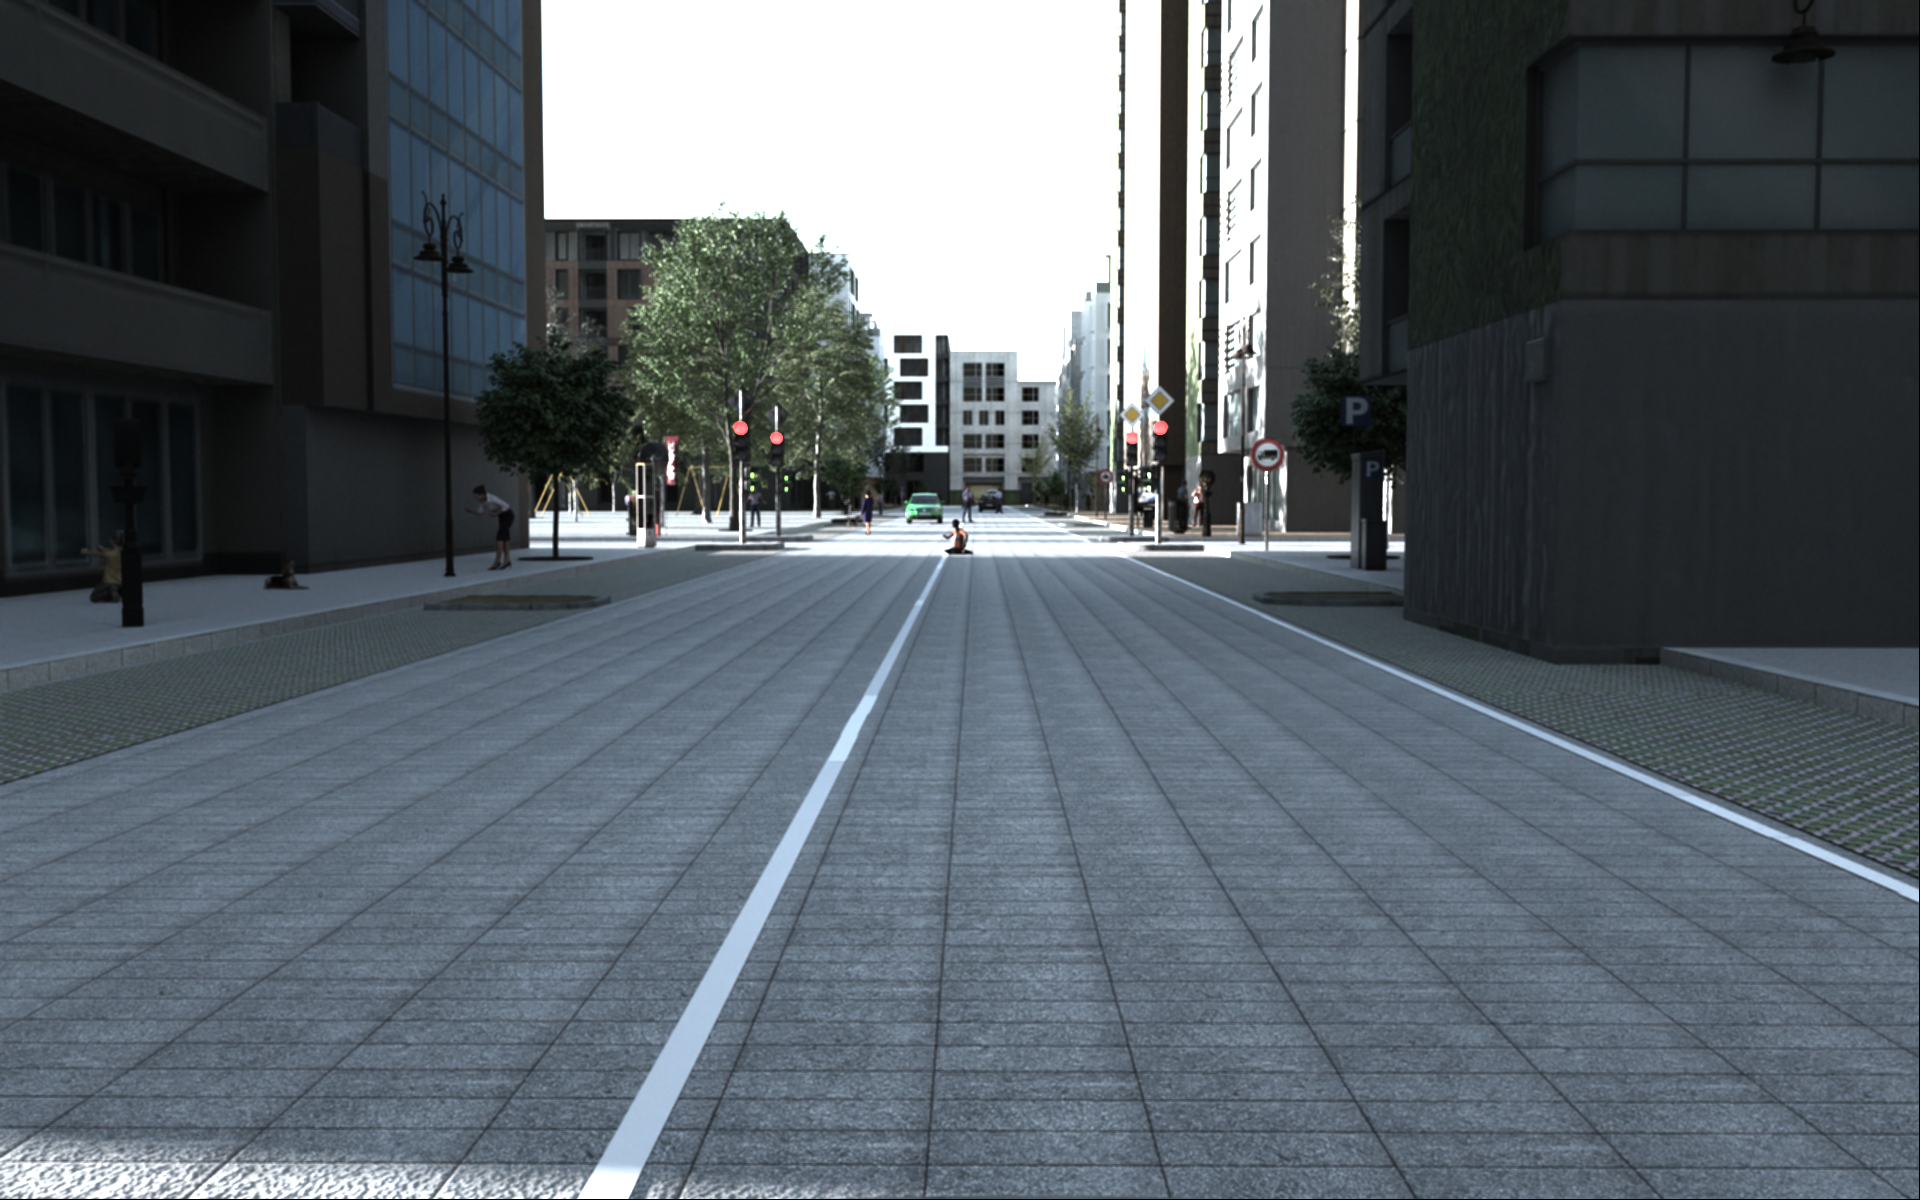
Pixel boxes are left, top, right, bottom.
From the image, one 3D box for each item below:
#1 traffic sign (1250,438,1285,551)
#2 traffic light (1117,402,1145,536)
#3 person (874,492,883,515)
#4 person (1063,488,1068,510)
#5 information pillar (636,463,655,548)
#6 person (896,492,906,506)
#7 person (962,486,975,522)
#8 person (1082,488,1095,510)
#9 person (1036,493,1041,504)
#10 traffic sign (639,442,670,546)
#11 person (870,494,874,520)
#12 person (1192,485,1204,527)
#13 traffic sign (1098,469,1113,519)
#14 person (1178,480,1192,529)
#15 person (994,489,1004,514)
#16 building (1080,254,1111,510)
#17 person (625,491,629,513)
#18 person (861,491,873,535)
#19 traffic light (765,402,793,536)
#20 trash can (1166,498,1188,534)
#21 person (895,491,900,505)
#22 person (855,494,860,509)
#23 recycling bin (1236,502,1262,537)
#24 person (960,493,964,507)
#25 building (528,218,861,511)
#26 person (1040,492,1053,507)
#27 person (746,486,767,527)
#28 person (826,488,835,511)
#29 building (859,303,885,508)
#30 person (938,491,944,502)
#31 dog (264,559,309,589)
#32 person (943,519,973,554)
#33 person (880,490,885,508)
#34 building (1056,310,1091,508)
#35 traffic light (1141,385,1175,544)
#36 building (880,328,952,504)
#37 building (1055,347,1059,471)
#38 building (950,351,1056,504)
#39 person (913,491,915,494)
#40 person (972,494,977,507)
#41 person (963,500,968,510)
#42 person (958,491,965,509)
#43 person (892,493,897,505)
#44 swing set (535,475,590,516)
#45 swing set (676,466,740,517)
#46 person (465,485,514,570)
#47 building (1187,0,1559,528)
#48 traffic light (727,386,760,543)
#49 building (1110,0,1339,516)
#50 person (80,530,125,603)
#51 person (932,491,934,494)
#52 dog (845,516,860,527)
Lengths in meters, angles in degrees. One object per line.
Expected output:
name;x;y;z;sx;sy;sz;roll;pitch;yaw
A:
traffic sign;6.952;-2.391;39.191;0.768;2.556;0.104;1;4;9
traffic light;5.217;-3.909;52.833;0.839;4.253;0.868;0;4;1
person;-5.421;-6.532;117.252;0.435;1.587;0.963;2;4;27
person;8.211;-7.892;135.801;0.721;1.736;1.217;0;4;2
information pillar;-7.518;-2.259;41.419;0.304;2.012;0.304;3;5;40
person;-6.511;-11.392;192.289;1.348;1.826;0.705;2;4;27
person;0.440;-4.839;87.489;0.709;1.838;0.599;-2;4;-29
person;10.068;-7.902;135.970;1.217;1.736;0.721;-2;4;-27
person;8.615;-10.938;188.062;0.799;1.438;0.628;2;4;33
traffic sign;-7.500;-2.592;42.477;0.768;2.556;0.104;0;4;2
person;-5.015;-5.180;95.735;0.480;1.512;0.613;-2;4;-35
person;9.449;-3.727;68.442;0.566;1.644;0.517;-3;4;-36
traffic sign;7.483;-5.436;88.987;0.768;2.556;0.104;0;4;1
person;8.316;-3.542;64.080;0.434;1.807;0.598;-1;4;-15
person;2.843;-7.258;127.042;0.709;1.838;0.599;0;4;-7
building;18.044;-17.491;142.401;16.016;20.091;11.380;0;4;1
person;-11.478;-3.139;60.598;0.421;1.427;0.697;-2;4;-23
person;-3.290;-3.040;60.568;0.546;1.535;0.453;3;5;40
traffic light;-5.544;-3.915;52.928;0.839;4.253;0.868;0;4;1
trash can;7.060;-2.722;56.166;0.748;1.137;0.748;0;3;0
person;-6.824;-11.519;194.510;1.348;1.807;0.705;2;4;33
person;-8.793;-8.691;148.147;0.705;1.823;1.348;0;4;7
recycling bin;8.763;-2.442;52.482;0.722;1.027;0.722;0;4;6
person;0.470;-10.813;185.384;1.348;1.812;0.705;3;5;39
building;-23.307;-18.410;144.979;27.936;21.610;32.646;0;4;1
person;8.845;-10.443;176.923;1.348;1.807;0.705;-1;4;-8
person;-8.039;-3.663;67.896;0.963;1.587;0.435;-1;4;-9
person;-9.496;-7.423;128.139;0.841;1.734;0.376;3;4;37
building;-15.783;-19.695;178.436;16.016;20.091;11.380;0;4;1
person;-1.802;-9.627;166.353;0.568;1.767;0.683;1;4;8
dog;-9.160;-0.353;23.511;0.550;0.427;0.748;-2;4;-26
person;-0.122;-1.500;41.317;0.655;0.850;0.859;-3;4;-37
person;-6.996;-9.034;155.217;0.593;1.643;0.415;0;4;-5
building;19.064;-18.882;175.181;16.747;18.905;31.486;0;4;1
traffic light;5.135;-3.421;44.849;0.839;4.253;0.868;0;4;1
building;-17.584;-23.438;227.184;32.646;21.610;27.936;0;4;1
building;18.902;-20.802;196.539;16.016;20.091;11.380;0;4;1
building;14.546;-21.735;221.818;31.486;18.905;16.747;0;4;1
person;-2.798;-5.945;107.577;0.647;1.594;0.662;-2;4;-32
person;1.599;-11.465;199.172;0.599;1.433;0.991;3;4;36
person;0.366;-6.346;115.486;0.726;1.435;0.776;-2;4;-32
person;0.358;-9.618;166.468;1.217;1.743;0.721;0;4;3
person;-7.423;-11.473;196.851;0.599;1.433;0.991;2;4;27
swing set;-23.098;-6.281;100.313;2.862;2.851;3.119;0;4;-4
swing set;-14.102;-6.184;98.735;3.119;2.851;2.862;2;4;28
person;-7.925;-1.229;29.327;0.628;1.438;0.799;1;4;9
building;16.942;-24.038;76.609;14.154;41.232;14.086;0;4;1
traffic light;-5.626;-3.426;44.943;0.839;4.253;0.868;0;4;1
building;17.426;-26.716;120.395;14.154;41.232;14.086;0;4;1
person;-10.139;-0.405;20.581;0.695;0.859;0.347;2;4;28
person;-2.617;-9.330;161.826;1.217;1.735;0.721;-2;4;-30
dog;-4.608;-3.372;74.418;0.540;0.507;0.406;-2;4;-29
